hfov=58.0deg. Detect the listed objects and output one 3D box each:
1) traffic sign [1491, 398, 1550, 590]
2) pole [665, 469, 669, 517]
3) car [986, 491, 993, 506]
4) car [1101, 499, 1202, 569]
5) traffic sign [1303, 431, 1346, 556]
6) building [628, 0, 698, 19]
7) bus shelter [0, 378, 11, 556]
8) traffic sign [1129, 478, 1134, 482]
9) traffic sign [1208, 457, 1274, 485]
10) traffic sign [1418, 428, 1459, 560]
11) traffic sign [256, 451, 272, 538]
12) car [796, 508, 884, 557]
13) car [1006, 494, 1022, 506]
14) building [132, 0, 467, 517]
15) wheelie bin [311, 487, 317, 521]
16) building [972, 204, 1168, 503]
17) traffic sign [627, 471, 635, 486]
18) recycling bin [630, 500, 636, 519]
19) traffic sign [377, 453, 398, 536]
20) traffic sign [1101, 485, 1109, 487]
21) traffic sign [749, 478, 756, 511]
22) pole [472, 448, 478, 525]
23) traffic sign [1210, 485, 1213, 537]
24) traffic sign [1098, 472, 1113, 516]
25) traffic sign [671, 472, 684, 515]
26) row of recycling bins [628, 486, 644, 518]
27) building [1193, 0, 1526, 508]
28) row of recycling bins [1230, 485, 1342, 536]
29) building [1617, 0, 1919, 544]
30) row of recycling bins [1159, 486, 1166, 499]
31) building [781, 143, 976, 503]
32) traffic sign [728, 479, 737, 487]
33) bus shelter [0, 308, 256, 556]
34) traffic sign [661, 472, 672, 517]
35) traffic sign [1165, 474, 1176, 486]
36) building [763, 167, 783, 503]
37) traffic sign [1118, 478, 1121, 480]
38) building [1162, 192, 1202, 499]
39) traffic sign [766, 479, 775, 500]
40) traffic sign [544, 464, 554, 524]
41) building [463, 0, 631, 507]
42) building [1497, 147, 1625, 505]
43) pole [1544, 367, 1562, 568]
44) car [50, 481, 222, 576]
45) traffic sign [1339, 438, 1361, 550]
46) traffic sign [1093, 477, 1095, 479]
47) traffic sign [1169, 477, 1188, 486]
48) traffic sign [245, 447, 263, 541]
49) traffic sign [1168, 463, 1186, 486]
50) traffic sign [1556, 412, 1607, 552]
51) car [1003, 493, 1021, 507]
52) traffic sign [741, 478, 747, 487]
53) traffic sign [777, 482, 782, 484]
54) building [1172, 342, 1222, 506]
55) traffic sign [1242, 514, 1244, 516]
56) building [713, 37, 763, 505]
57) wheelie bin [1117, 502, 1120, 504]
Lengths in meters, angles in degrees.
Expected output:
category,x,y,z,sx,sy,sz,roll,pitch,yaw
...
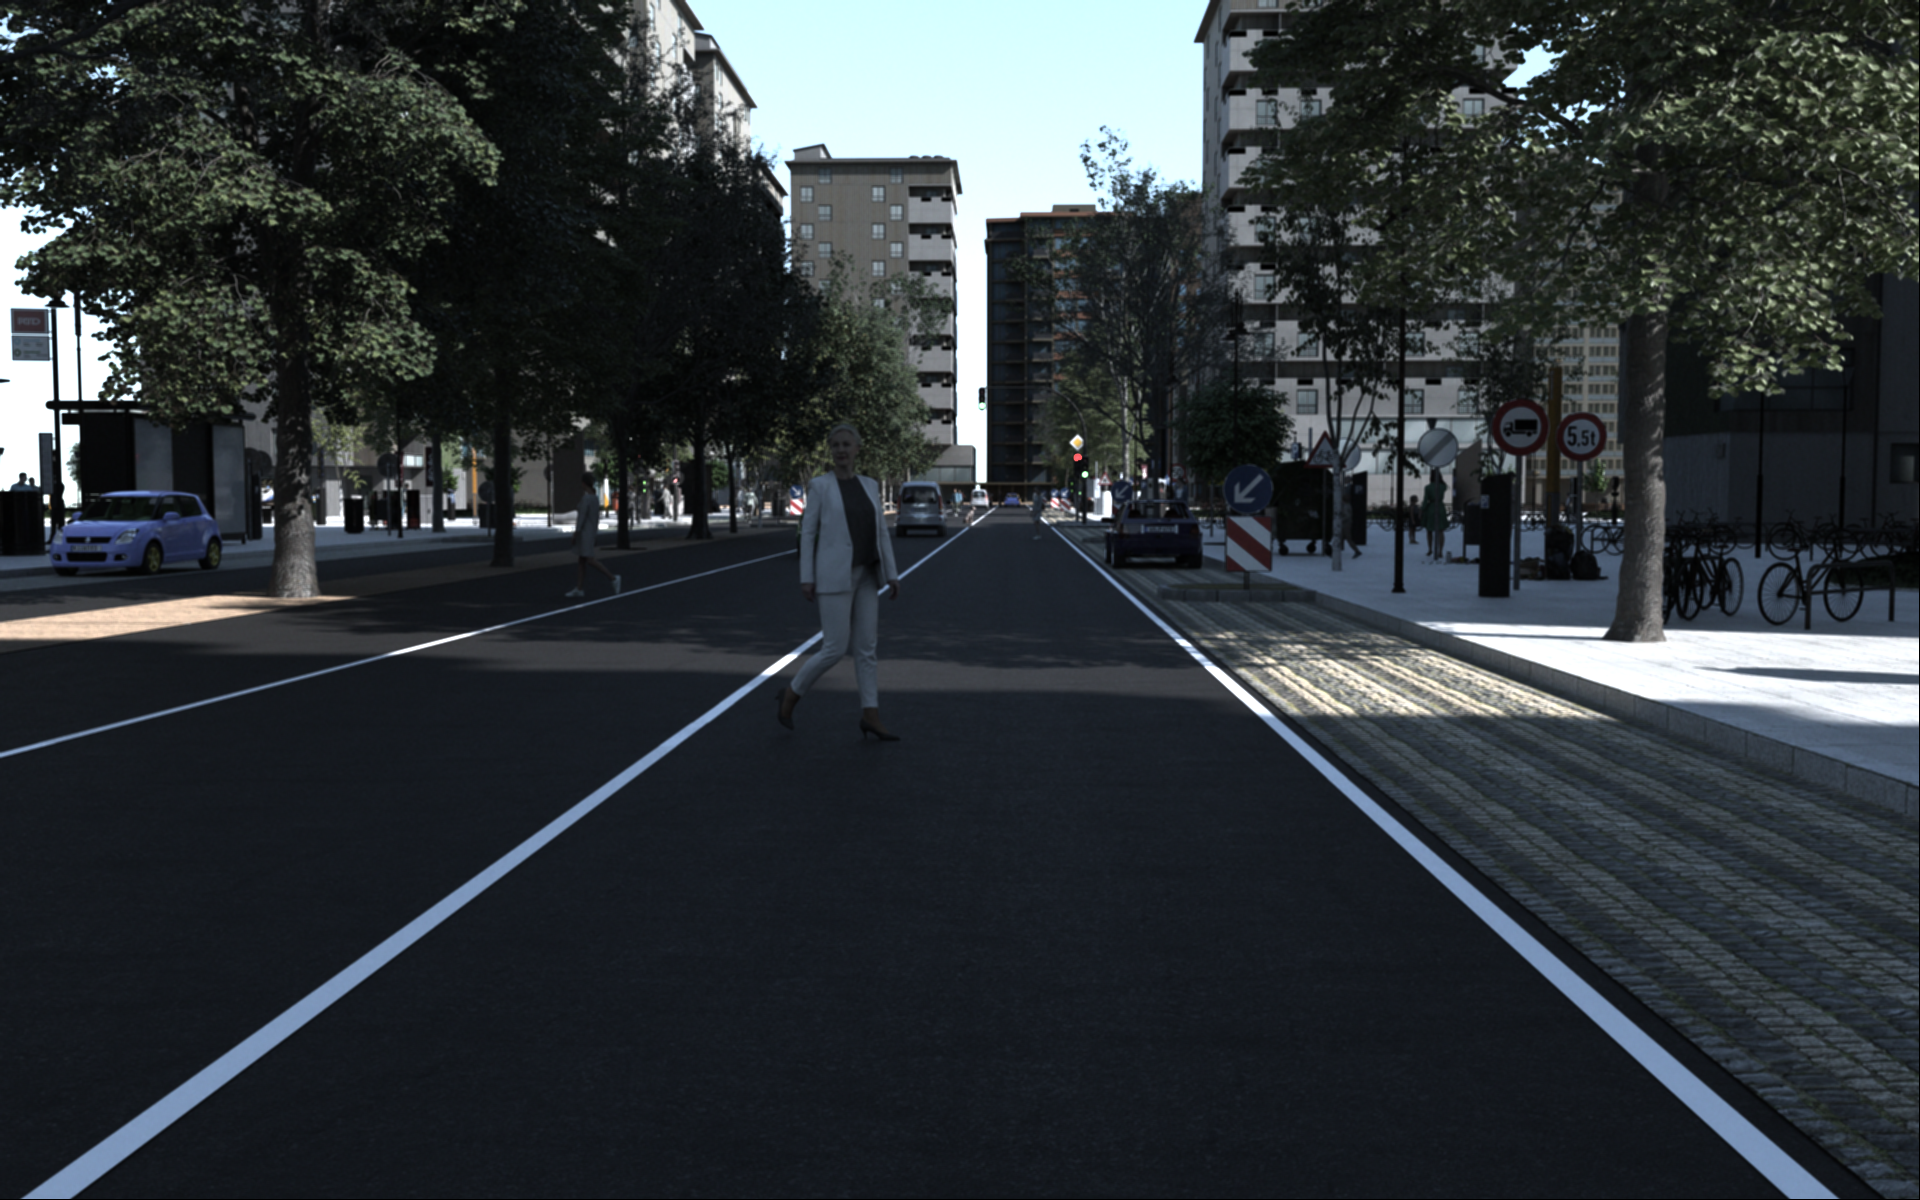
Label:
category,x,y,z,sx,sy,sz,roll,pitch,yaw
traffic sign,7.461,-1.409,23.144,0.768,2.556,0.104,0,4,2
pole,-16.280,-6.262,96.228,0.158,3.312,0.155,0,3,0
car,2.822,-12.152,207.359,2.281,1.827,5.304,0,3,0
car,3.811,-1.340,34.497,1.945,1.354,3.894,0,4,2
traffic sign,7.476,-2.174,35.556,0.884,2.594,0.081,0,4,2
building,-41.362,-35.607,171.410,28.713,52.752,27.495,0,4,2
bus shelter,-20.416,-2.525,32.571,1.731,3.624,6.357,0,4,2
traffic sign,13.246,-8.143,133.243,0.768,2.556,0.104,1,4,8
traffic sign,9.307,-3.876,57.252,2.265,3.308,0.079,0,4,3
traffic sign,9.220,-2.041,33.470,0.768,2.556,0.104,1,4,11
traffic sign,-20.477,-3.092,50.665,0.768,2.556,0.104,1,4,10
car,-2.788,-1.954,40.741,1.959,1.807,4.718,0,4,1
car,6.579,-12.428,213.417,2.015,1.641,3.980,0,4,3
building,-38.604,-25.607,102.267,14.154,41.232,14.086,0,4,2
wheelie bin,-30.799,-4.573,82.685,0.693,1.594,0.980,-2,4,-33
building,16.555,-37.280,264.160,28.867,44.769,22.147,0,4,2
traffic sign,-18.657,-5.951,97.408,0.768,2.556,0.104,0,4,6
recycling bin,-17.149,-4.742,90.086,0.722,1.027,0.722,0,4,-4
traffic sign,-17.591,-3.255,53.327,0.768,2.556,0.104,1,4,9
traffic sign,11.190,-8.173,133.726,0.768,2.556,0.104,1,4,9
traffic sign,-16.005,-8.174,133.753,0.768,2.556,0.104,0,4,3
pole,-20.143,-4.773,71.887,0.158,3.312,0.155,0,3,0
traffic sign,7.558,-3.172,51.963,0.768,2.556,0.104,0,4,3
traffic sign,8.545,-6.239,102.017,0.884,2.594,0.081,1,4,9
traffic sign,-15.656,-5.860,95.909,0.768,2.556,0.104,0,4,6
row of recycling bins,-17.886,-5.332,94.293,1.069,1.692,3.534,-1,4,-19
building,39.005,-35.729,173.400,28.713,52.752,27.495,0,4,2
row of recycling bins,10.072,-2.835,53.471,3.534,1.692,1.069,1,4,19
building,27.070,-17.052,50.498,14.160,30.474,14.107,0,4,2
row of recycling bins,9.750,-4.899,87.211,1.069,1.692,3.534,1,4,14
building,-11.517,-41.506,267.853,27.495,52.752,28.713,0,4,2
traffic sign,-18.360,-8.541,139.747,0.768,2.556,0.104,1,4,10
bus shelter,-19.267,-3.818,40.063,2.179,5.291,8.768,0,4,2
traffic sign,-16.120,-5.848,95.617,0.884,2.594,0.081,0,4,8
traffic sign,12.837,-6.443,105.454,0.768,2.556,0.104,0,4,3
building,-39.742,-41.602,269.435,27.495,52.752,28.713,0,4,2
traffic sign,12.702,-8.520,139.411,0.768,2.556,0.104,0,4,6
building,37.958,-37.281,259.652,14.200,45.320,14.600,0,4,2
traffic sign,-15.759,-8.853,144.743,0.884,2.594,0.081,0,4,2
traffic sign,-17.311,-4.491,73.535,0.768,2.556,0.104,0,4,8
building,-38.588,-31.285,135.210,21.300,48.544,21.600,0,4,2
building,67.282,-31.093,200.258,23.993,40.220,32.217,0,4,2
pole,9.592,-2.089,27.999,0.158,3.312,0.155,0,3,0
car,-14.921,-1.335,31.413,1.945,1.707,3.694,0,4,1
traffic sign,8.708,-2.400,39.352,0.768,2.556,0.104,0,4,6
traffic sign,10.080,-7.972,130.347,0.884,2.594,0.081,1,4,10
traffic sign,10.143,-4.908,80.253,0.884,2.594,0.081,0,4,7
traffic sign,-19.425,-2.890,47.353,0.768,2.556,0.104,1,4,9
traffic sign,8.947,-4.363,71.436,0.768,2.556,0.104,0,4,6
traffic sign,9.639,-1.641,26.944,0.768,2.556,0.104,1,4,8
car,5.737,-11.083,190.798,1.945,1.707,3.694,0,4,2
traffic sign,-17.350,-8.548,139.862,0.768,2.556,0.104,1,4,10
traffic sign,-14.899,-8.669,143.861,0.606,2.300,0.079,0,4,3
building,39.945,-21.899,203.092,27.650,21.520,28.899,0,4,2
traffic sign,8.113,-3.035,49.630,0.884,2.594,0.081,1,4,9
building,-39.528,-37.676,205.241,27.495,52.752,28.713,0,4,2
wheelie bin,10.144,-6.269,110.398,0.980,1.594,0.693,-3,5,-42
